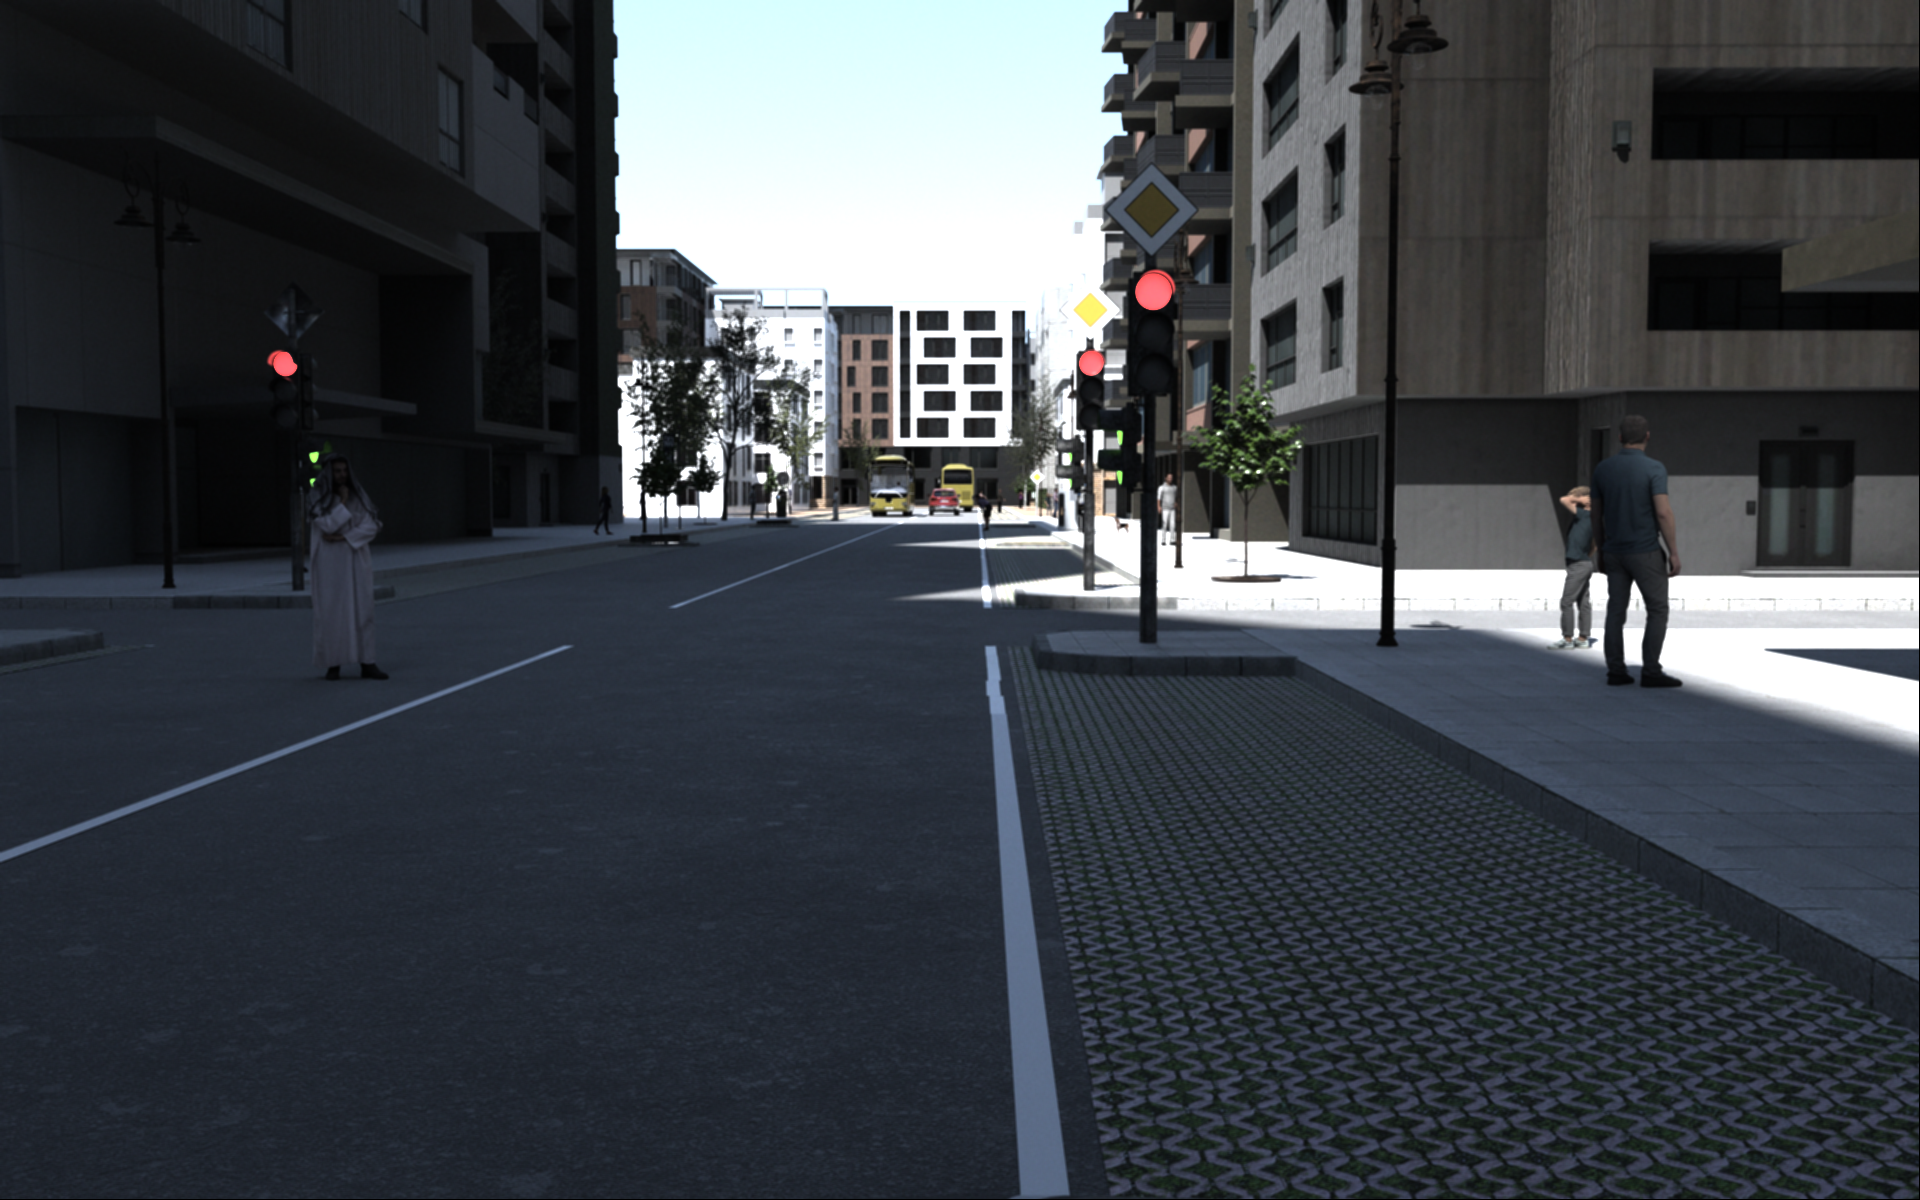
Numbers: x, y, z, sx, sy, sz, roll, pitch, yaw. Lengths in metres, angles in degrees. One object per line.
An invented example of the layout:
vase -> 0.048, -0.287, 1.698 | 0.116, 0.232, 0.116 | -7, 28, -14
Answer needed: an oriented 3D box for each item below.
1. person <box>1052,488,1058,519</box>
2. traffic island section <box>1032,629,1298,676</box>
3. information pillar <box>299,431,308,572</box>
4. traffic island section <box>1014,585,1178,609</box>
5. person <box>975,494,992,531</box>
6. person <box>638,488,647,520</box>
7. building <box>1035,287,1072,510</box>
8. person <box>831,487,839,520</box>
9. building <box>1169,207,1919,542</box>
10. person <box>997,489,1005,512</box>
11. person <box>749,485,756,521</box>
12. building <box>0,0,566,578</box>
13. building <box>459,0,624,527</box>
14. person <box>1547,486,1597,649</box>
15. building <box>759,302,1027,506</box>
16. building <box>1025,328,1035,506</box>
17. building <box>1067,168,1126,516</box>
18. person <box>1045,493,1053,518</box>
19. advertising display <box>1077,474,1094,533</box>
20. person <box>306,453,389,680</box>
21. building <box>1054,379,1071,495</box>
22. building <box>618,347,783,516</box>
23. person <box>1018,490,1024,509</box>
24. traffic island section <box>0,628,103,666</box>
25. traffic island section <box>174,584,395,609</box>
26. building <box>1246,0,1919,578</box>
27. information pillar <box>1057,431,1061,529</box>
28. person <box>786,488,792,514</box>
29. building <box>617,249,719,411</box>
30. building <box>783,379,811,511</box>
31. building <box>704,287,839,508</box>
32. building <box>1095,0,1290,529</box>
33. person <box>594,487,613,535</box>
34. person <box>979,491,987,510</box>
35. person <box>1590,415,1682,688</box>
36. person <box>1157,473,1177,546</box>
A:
person -> 5.055, -5.055, 90.645 | 0.435, 1.587, 0.963 | 0, 4, -2
traffic island section -> 1.649, 0.447, 14.974 | 2.009, 0.180, 2.903 | 0, 4, 1
information pillar -> -10.847, -2.268, 28.436 | 0.183, 3.616, 0.504 | -1, 4, -20
traffic island section -> 1.731, -0.041, 22.958 | 2.009, 0.180, 2.903 | 0, 4, 1
person -> 0.924, -3.435, 67.897 | 0.697, 1.427, 0.421 | 0, 4, -2
person -> -15.931, -4.893, 86.840 | 0.445, 1.727, 0.742 | -1, 4, -14
building -> 15.660, -17.728, 156.303 | 16.747, 18.905, 31.486 | 0, 4, 1
person -> -6.814, -5.238, 94.294 | 0.789, 1.805, 0.875 | 0, 4, 8
building -> 16.943, -24.373, 53.115 | 22.147, 44.769, 28.867 | 0, 4, 1
person -> 3.080, -7.588, 132.694 | 0.705, 1.807, 1.348 | -2, 4, -25
person -> -10.036, -4.711, 83.793 | 0.376, 1.734, 0.841 | 0, 4, -3
building -> -25.310, -27.388, 37.041 | 28.713, 52.752, 27.495 | 0, 4, 1
building -> -21.921, -18.162, 68.643 | 14.160, 30.474, 14.107 | 0, 4, 1
person -> 5.099, -0.272, 14.406 | 0.340, 1.345, 0.435 | 2, 4, 27
building -> -9.114, -21.670, 198.279 | 32.646, 21.610, 27.936 | 0, 4, 1
building -> 12.983, -20.502, 191.631 | 11.380, 20.091, 16.016 | 0, 4, 1
building -> 14.712, -15.249, 105.734 | 16.016, 20.091, 11.380 | 0, 4, 1
person -> 4.862, -5.138, 93.953 | 0.340, 1.345, 0.435 | 3, 5, 42
advertising display -> 4.079, -3.127, 56.332 | 0.123, 1.923, 0.974 | -1, 4, -21
person -> -4.774, -0.257, 13.368 | 0.621, 1.740, 0.551 | 2, 4, 34
building -> 11.982, -11.249, 126.074 | 9.099, 9.664, 28.070 | 0, 4, 1
building -> -17.831, -10.433, 112.732 | 9.099, 9.664, 28.070 | 0, 4, 1
person -> 5.427, -8.910, 152.403 | 0.721, 1.739, 1.217 | -2, 4, -28
traffic island section -> -8.912, 0.440, 15.086 | 2.009, 0.180, 2.903 | 0, 4, 1
traffic island section -> -8.830, -0.048, 23.070 | 2.009, 0.180, 2.903 | 0, 4, 1
building -> 13.326, -15.883, 31.382 | 14.107, 30.474, 14.160 | 0, 4, 1
information pillar -> 3.714, -4.472, 64.469 | 0.183, 3.616, 0.504 | 0, 3, 0
person -> -11.238, -6.513, 112.400 | 0.599, 1.838, 0.709 | 0, 4, 3
building -> -39.820, -19.232, 158.415 | 32.646, 21.610, 27.936 | 0, 4, 1
building -> -16.667, -12.146, 140.740 | 9.099, 9.664, 28.070 | 0, 4, 1
building -> -17.603, -18.874, 165.005 | 11.380, 20.091, 16.016 | 0, 4, 1
building -> 18.187, -26.173, 82.556 | 22.147, 44.769, 28.867 | 0, 4, 1
person -> -11.260, -2.821, 54.710 | 0.480, 1.512, 0.613 | 3, 4, 38
person -> 2.014, -9.185, 159.391 | 1.217, 1.736, 0.721 | -3, 5, -39
person -> 4.542, -0.332, 11.602 | 0.434, 1.807, 0.598 | -2, 4, -28
person -> 5.170, -2.247, 42.933 | 0.875, 1.805, 0.789 | -1, 4, -19
